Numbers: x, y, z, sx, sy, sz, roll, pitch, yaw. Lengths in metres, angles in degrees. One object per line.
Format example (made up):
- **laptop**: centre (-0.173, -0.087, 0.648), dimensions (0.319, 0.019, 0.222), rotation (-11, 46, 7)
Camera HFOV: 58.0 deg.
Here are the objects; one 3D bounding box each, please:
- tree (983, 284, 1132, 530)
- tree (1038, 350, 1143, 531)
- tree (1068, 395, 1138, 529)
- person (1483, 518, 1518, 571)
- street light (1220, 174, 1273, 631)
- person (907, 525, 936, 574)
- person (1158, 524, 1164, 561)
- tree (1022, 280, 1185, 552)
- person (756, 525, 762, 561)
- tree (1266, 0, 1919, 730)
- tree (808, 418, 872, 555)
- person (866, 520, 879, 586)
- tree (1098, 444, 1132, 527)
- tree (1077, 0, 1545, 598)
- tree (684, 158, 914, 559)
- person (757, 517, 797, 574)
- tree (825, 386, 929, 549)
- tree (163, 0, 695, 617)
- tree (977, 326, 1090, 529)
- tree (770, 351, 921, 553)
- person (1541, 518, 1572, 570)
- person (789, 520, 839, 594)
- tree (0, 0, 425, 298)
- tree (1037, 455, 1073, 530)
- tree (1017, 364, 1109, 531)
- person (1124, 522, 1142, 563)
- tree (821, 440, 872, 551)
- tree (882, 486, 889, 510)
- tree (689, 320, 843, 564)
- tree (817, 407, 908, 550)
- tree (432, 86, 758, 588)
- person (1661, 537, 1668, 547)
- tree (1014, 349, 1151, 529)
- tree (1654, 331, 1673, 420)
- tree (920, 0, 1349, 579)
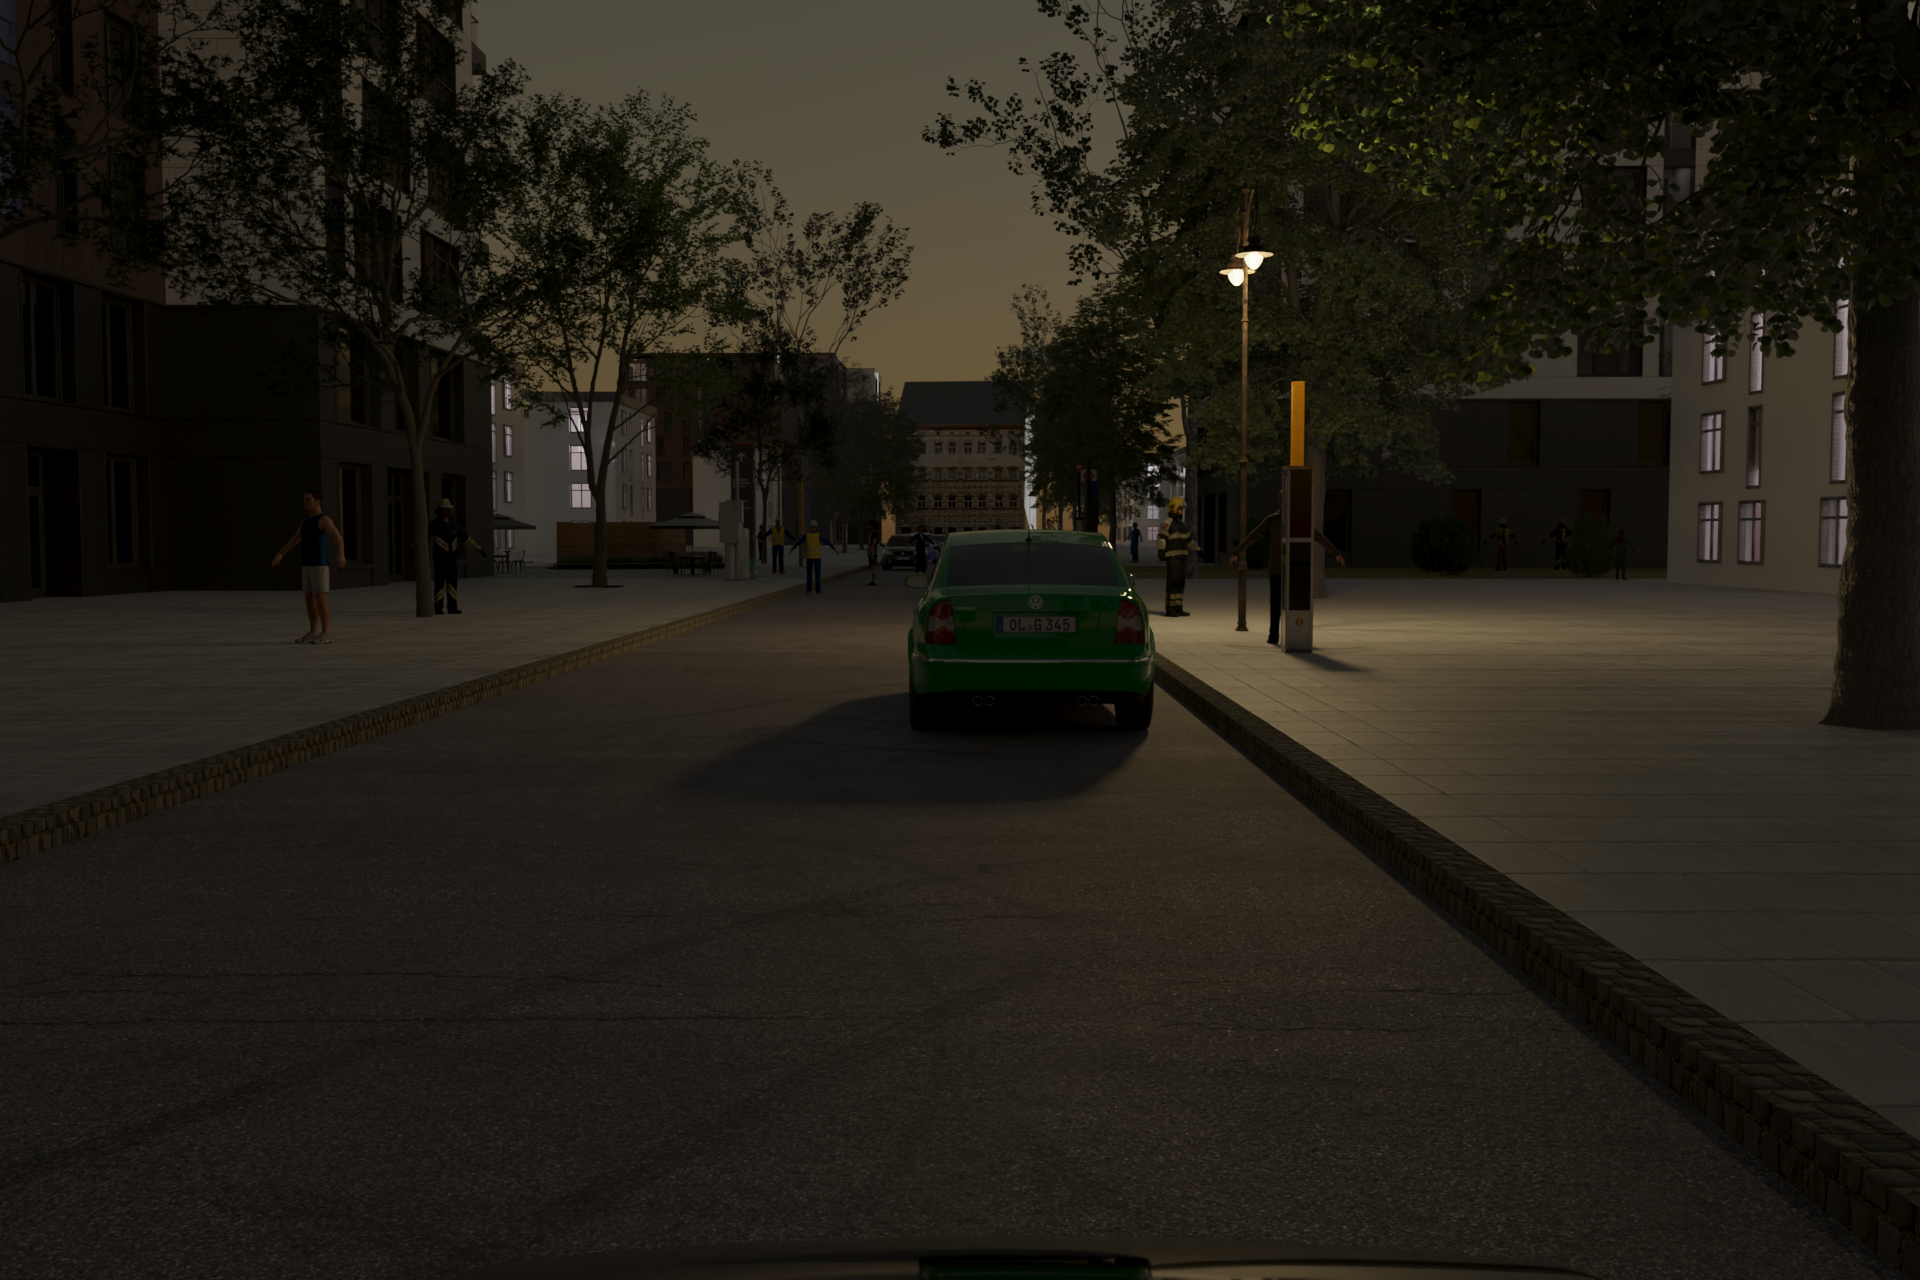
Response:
- **tree**: centre (6.307, -16.981, 133.533), dimensions (12.611, 20.169, 13.585), rotation (0, 3, 0)
- **tree**: centre (4.864, -7.276, 69.332), dimensions (4.360, 8.622, 3.978), rotation (0, 3, 0)
- **tree**: centre (6.574, -8.396, 87.629), dimensions (4.360, 8.622, 3.978), rotation (0, 3, 0)
- **person**: centre (18.951, -3.352, 60.577), dimensions (1.354, 1.858, 0.705), rotation (-1, 4, -15)
- **street light**: centre (3.729, -3.055, 22.729), dimensions (0.468, 5.910, 1.993), rotation (0, 4, 1)
- **person**: centre (-1.362, -3.205, 61.583), dimensions (1.216, 1.740, 0.721), rotation (-2, 4, -30)
- **person**: centre (9.690, -4.696, 83.006), dimensions (0.704, 1.802, 1.346), rotation (0, 4, 0)
- **tree**: centre (6.516, -9.778, 77.993), dimensions (7.486, 12.596, 7.792), rotation (0, 3, 0)
- **person**: centre (-9.682, -4.706, 83.672), dimensions (0.721, 1.740, 1.216), rotation (1, 4, 17)
- **tree**: centre (6.124, -6.390, 11.125), dimensions (9.857, 13.997, 8.962), rotation (0, 3, 0)
- **tree**: centre (-7.813, -9.410, 104.212), dimensions (4.360, 8.622, 3.978), rotation (0, 3, 0)
- **person**: centre (-2.456, -2.429, 48.318), dimensions (0.704, 1.843, 1.345), rotation (0, 4, -6)
- **tree**: centre (22.237, -20.457, 241.120), dimensions (9.857, 13.997, 8.962), rotation (0, 3, 0)
- **tree**: centre (7.090, -7.822, 34.549), dimensions (9.857, 13.997, 8.962), rotation (0, 3, 0)
- **tree**: centre (-9.532, -14.312, 89.894), dimensions (12.611, 20.169, 13.585), rotation (0, 3, 0)
- **person**: centre (-5.859, -3.047, 55.787), dimensions (1.349, 1.833, 0.705), rotation (-1, 4, -13)
- **tree**: centre (-7.494, -14.788, 148.439), dimensions (9.857, 13.997, 8.962), rotation (0, 3, 0)
- **tree**: centre (-8.311, -5.655, 26.879), dimensions (8.767, 10.594, 7.601), rotation (0, 4, -7)
- **tree**: centre (7.678, -18.368, 156.204), dimensions (12.611, 20.169, 13.585), rotation (0, 3, 0)
- **tree**: centre (-7.839, -12.601, 116.401), dimensions (12.009, 13.543, 11.850), rotation (0, 3, 0)
- **person**: centre (21.606, -3.454, 62.260), dimensions (1.354, 1.856, 0.705), rotation (0, 4, 3)
- **person**: centre (-3.496, -1.988, 41.430), dimensions (1.216, 1.772, 0.721), rotation (0, 4, 1)
- **tree**: centre (-9.105, -4.944, 15.244), dimensions (8.767, 10.594, 7.601), rotation (-2, 4, -33)
- **tree**: centre (7.133, -10.473, 121.593), dimensions (4.737, 8.622, 4.395), rotation (0, 3, 0)
- **tree**: centre (7.162, -11.864, 112.107), dimensions (7.486, 12.596, 7.792), rotation (0, 3, 0)
- **person**: centre (7.755, -4.339, 77.070), dimensions (0.704, 1.817, 1.347), rotation (-2, 4, -29)
- **tree**: centre (-8.361, -10.833, 127.474), dimensions (4.360, 8.622, 3.978), rotation (0, 3, 0)
- **tree**: centre (-11.240, -18.190, 247.760), dimensions (4.360, 8.622, 3.978), rotation (0, 3, 0)
- **tree**: centre (-8.216, -8.588, 74.824), dimensions (7.601, 10.594, 8.767), rotation (-3, 5, -45)
- **tree**: centre (-7.851, -13.057, 139.240), dimensions (9.928, 11.665, 9.643), rotation (0, 3, 0)
- **tree**: centre (-8.654, -7.057, 41.145), dimensions (9.928, 11.665, 9.643), rotation (0, 3, 0)
- **person**: centre (20.633, -2.675, 49.875), dimensions (0.704, 1.812, 1.346), rotation (0, 4, -6)
- **tree**: centre (6.855, -10.453, 96.669), dimensions (9.928, 11.665, 9.643), rotation (0, 3, 0)
- **tree**: centre (25.180, -6.614, 58.506), dimensions (4.360, 8.622, 3.978), rotation (0, 3, 0)
- **tree**: centre (5.679, -11.886, 50.231), dimensions (12.611, 20.169, 13.585), rotation (0, 3, 0)
